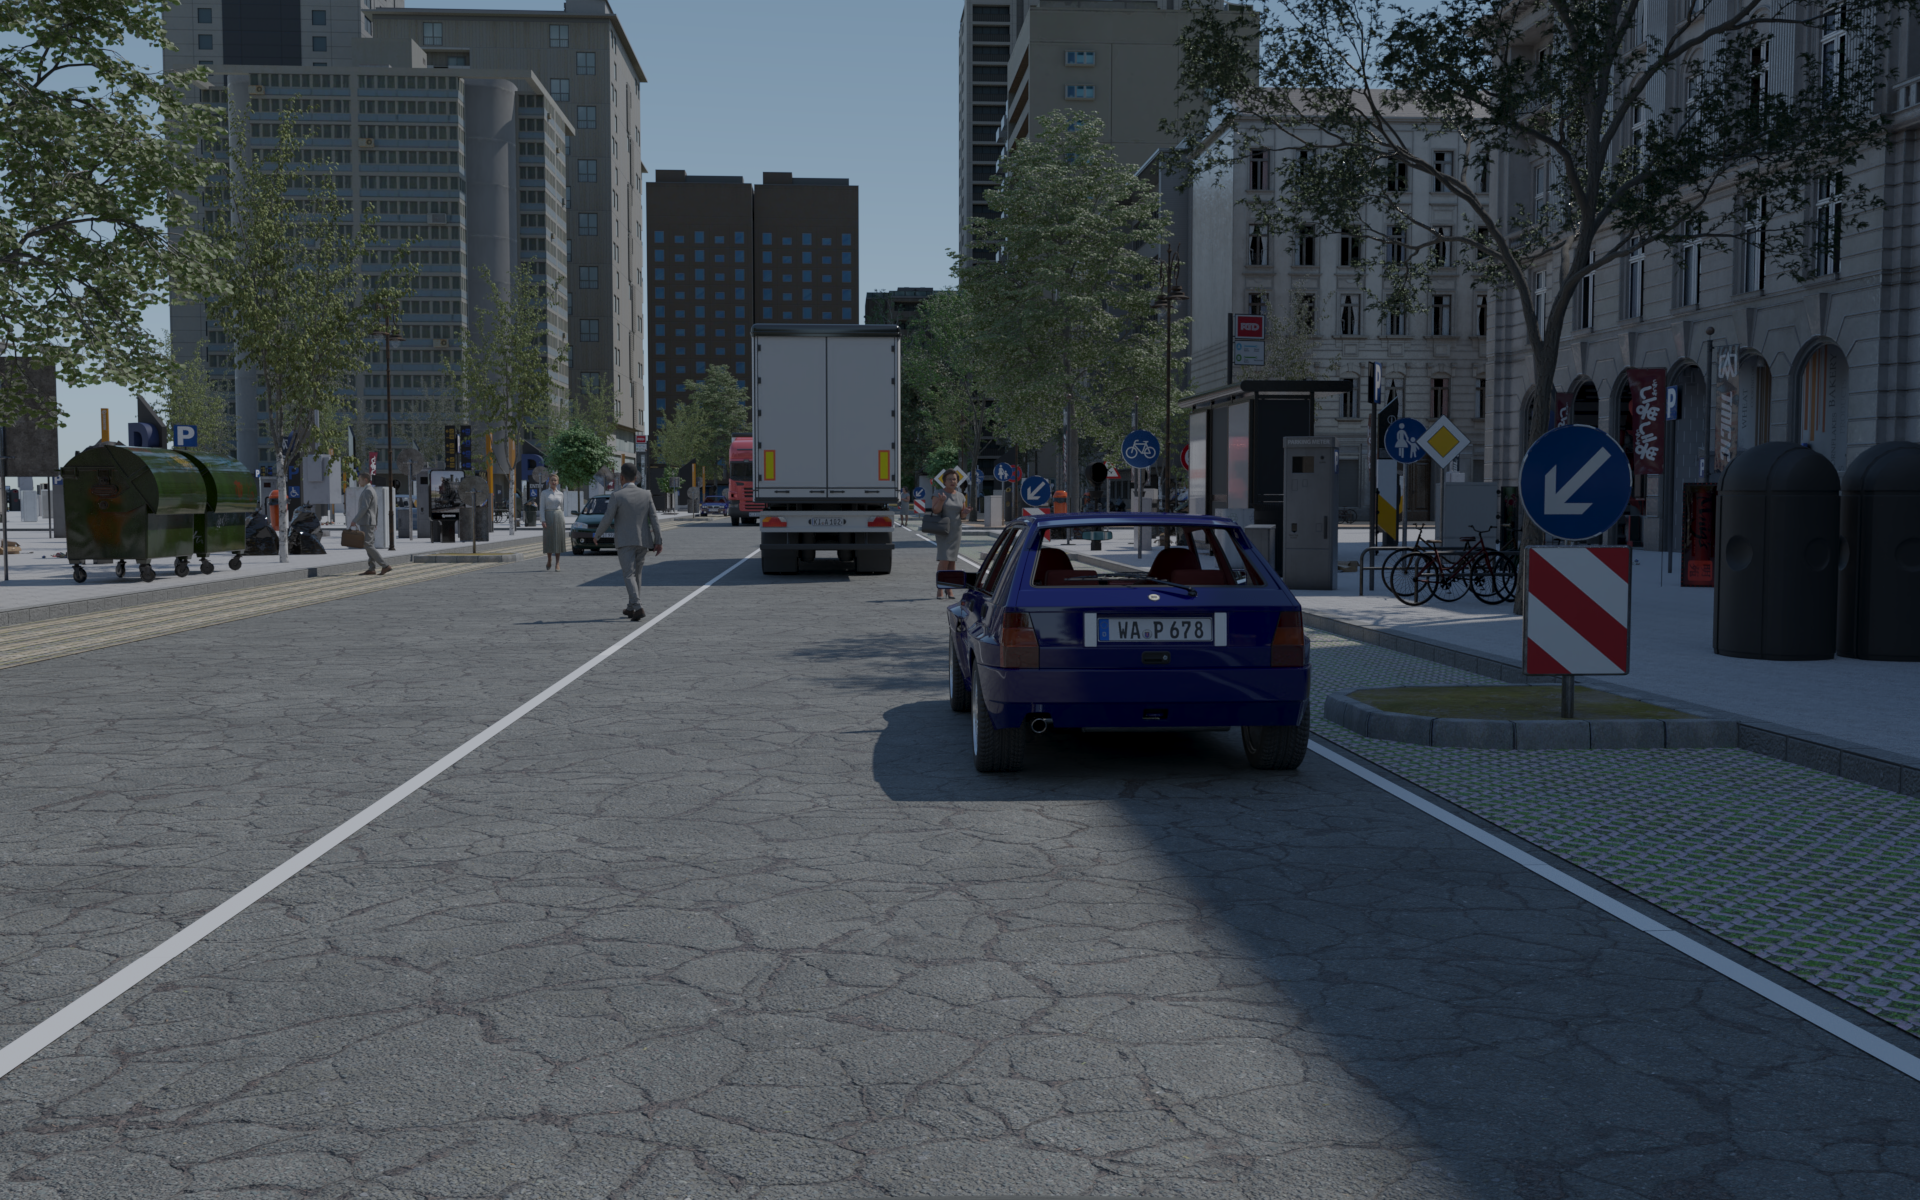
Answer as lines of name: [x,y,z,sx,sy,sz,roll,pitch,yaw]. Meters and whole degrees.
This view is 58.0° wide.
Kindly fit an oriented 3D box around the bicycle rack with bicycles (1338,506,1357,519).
bicycle rack with bicycles: [15.767,-3.763,74.912,2.925,0.926,2.852,1,4,9]

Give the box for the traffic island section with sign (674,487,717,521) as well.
traffic island section with sign: [-14.142,-5.109,92.156,1.989,1.847,2.006,0,4,-4]

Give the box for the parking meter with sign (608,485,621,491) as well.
parking meter with sign: [-23.689,-7.589,120.345,1.738,3.016,0.543,1,4,17]

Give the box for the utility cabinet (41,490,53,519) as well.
utility cabinet: [-46.836,-4.949,89.595,1.173,1.500,0.318,-3,4,-38]

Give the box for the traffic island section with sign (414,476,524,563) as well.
traffic island section with sign: [-10.358,-1.719,36.733,1.989,1.847,2.006,0,4,-4]

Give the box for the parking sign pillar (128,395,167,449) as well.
parking sign pillar: [-21.996,-3.577,46.950,1.447,3.967,1.447,3,4,38]

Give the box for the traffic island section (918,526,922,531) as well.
traffic island section: [-0.618,-2.821,68.409,2.009,0.180,2.903,0,4,-4]

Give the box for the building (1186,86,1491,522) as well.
building: [21.006,-14.421,84.930,18.267,20.994,9.793,0,4,-4]

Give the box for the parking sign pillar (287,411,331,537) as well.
parking sign pillar: [-19.780,-3.897,52.189,1.447,3.967,1.447,0,4,5]

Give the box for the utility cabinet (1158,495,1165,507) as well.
utility cabinet: [10.118,-4.740,88.658,0.306,1.237,1.020,-3,4,-38]

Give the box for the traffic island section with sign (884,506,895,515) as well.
traffic island section with sign: [-4.156,-6.832,120.325,1.989,1.847,2.006,0,4,-4]

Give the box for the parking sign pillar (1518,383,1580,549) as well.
parking sign pillar: [13.538,-3.144,39.873,1.447,3.967,1.447,0,4,5]

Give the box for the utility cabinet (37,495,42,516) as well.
utility cabinet: [-53.215,-5.422,99.812,1.020,1.237,0.306,2,4,31]

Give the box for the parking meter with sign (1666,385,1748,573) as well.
parking meter with sign: [12.346,-1.938,27.952,1.738,3.016,0.543,0,4,5]

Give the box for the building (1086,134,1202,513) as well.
building: [17.042,-17.777,109.728,14.314,24.678,30.058,0,4,-4]

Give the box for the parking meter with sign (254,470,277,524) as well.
parking meter with sign: [-29.991,-4.821,75.081,1.738,3.016,0.543,-2,4,-28]

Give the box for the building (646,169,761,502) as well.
building: [-35.752,-36.206,242.085,14.200,45.320,14.600,0,4,-4]

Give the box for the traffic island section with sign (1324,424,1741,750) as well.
traffic island section with sign: [3.334,-0.120,10.597,1.989,1.847,2.006,0,4,-4]

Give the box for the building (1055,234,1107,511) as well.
building: [13.349,-18.694,134.524,11.050,23.489,19.941,0,4,-4]

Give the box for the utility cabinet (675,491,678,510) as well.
utility cabinet: [-21.873,-7.703,134.627,0.318,1.500,1.173,-2,4,-31]

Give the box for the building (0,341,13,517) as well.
building: [-35.261,-12.494,40.428,21.152,22.565,11.583,0,4,-4]

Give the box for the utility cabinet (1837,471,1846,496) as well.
utility cabinet: [8.161,-0.513,17.062,0.318,1.500,1.173,-1,4,-17]

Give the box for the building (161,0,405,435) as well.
building: [-73.816,-46.132,192.516,20.611,71.187,20.563,0,4,-4]

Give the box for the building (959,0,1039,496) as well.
building: [10.643,-49.555,248.474,20.611,71.187,20.563,0,4,-4]

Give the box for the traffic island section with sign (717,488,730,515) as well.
traffic island section with sign: [-15.965,-6.754,119.050,1.989,1.847,2.006,0,4,-4]

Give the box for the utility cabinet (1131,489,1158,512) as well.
utility cabinet: [7.600,-3.831,71.314,1.173,1.500,0.318,3,5,44]

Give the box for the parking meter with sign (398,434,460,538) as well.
parking meter with sign: [-15.491,-3.317,50.494,1.738,3.016,0.543,-1,4,-10]

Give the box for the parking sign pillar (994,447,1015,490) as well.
parking sign pillar: [2.555,-6.561,95.736,1.447,3.967,1.447,1,4,14]

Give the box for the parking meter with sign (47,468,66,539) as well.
parking meter with sign: [-26.155,-3.328,50.677,0.543,3.016,1.738,0,4,5]

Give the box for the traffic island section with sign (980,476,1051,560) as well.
traffic island section with sign: [1.468,-1.785,37.815,1.989,1.847,2.006,0,4,-4]

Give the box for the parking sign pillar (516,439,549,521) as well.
parking sign pillar: [-20.633,-5.848,84.081,1.447,3.967,1.447,1,4,9]

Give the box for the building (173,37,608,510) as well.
building: [-47.847,-28.142,152.008,32.217,40.220,23.993,0,4,-4]

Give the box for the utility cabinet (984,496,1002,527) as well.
utility cabinet: [1.294,-3.482,68.089,0.306,1.237,1.020,2,4,27]

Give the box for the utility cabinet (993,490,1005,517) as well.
utility cabinet: [2.409,-5.242,94.381,1.173,1.500,0.318,0,4,4]

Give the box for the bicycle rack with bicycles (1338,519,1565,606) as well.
bicycle rack with bicycles: [6.219,-0.462,20.939,2.925,0.926,2.852,0,4,-6]

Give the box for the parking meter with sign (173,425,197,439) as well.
parking meter with sign: [-19.902,-2.950,44.499,0.543,3.016,1.738,-2,4,-26]

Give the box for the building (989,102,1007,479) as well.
building: [15.802,-35.140,194.155,23.786,49.044,30.456,0,4,-4]

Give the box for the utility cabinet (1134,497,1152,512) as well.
utility cabinet: [4.201,-1.748,39.740,0.306,1.237,1.020,0,4,-2]

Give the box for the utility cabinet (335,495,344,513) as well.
utility cabinet: [-42.050,-6.526,117.854,1.020,1.237,0.306,1,4,17]

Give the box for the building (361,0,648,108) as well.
building: [-49.513,-36.757,190.217,27.495,52.752,28.713,0,4,-4]

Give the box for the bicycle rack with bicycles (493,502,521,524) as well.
bicycle rack with bicycles: [-20.632,-3.808,75.645,2.925,0.926,2.852,-2,4,-31]

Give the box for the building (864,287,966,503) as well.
building: [-6.466,-28.952,245.067,14.107,30.474,14.160,0,4,-4]

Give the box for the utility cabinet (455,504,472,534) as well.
utility cabinet: [-15.941,-2.757,56.238,1.020,1.237,0.306,0,4,-2]

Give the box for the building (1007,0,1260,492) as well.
building: [16.188,-33.300,168.157,21.300,48.544,21.600,0,4,-4]

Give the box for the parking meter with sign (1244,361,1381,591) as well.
parking meter with sign: [4.713,-1.652,23.264,1.738,3.016,0.543,1,4,22]

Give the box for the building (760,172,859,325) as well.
building: [-21.356,-36.311,243.798,14.200,45.320,14.600,0,4,-4]

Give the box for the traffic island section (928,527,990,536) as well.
traffic island section: [-0.075,-2.334,60.443,2.009,0.180,2.903,0,4,-4]

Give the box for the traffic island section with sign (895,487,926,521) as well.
traffic island section with sign: [-2.328,-5.187,93.432,1.989,1.847,2.006,0,4,-4]

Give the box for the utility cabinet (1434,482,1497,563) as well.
utility cabinet: [9.391,-1.437,32.180,1.173,1.500,0.318,-1,4,-22]

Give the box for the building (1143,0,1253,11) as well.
building: [31.487,-49.648,249.989,20.611,71.187,20.563,0,4,-4]

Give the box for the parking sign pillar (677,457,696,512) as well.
parking sign pillar: [-19.975,-8.452,126.668,1.447,3.967,1.447,-2,4,-28]

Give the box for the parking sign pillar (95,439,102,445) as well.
parking sign pillar: [-41.770,-5.804,83.365,1.447,3.967,1.447,1,4,8]

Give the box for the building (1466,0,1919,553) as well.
building: [21.444,-11.957,37.303,13.314,21.916,24.055,0,4,-4]

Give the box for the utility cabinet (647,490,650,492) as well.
utility cabinet: [-18.148,-5.466,98.053,1.173,1.500,0.318,0,4,6]
